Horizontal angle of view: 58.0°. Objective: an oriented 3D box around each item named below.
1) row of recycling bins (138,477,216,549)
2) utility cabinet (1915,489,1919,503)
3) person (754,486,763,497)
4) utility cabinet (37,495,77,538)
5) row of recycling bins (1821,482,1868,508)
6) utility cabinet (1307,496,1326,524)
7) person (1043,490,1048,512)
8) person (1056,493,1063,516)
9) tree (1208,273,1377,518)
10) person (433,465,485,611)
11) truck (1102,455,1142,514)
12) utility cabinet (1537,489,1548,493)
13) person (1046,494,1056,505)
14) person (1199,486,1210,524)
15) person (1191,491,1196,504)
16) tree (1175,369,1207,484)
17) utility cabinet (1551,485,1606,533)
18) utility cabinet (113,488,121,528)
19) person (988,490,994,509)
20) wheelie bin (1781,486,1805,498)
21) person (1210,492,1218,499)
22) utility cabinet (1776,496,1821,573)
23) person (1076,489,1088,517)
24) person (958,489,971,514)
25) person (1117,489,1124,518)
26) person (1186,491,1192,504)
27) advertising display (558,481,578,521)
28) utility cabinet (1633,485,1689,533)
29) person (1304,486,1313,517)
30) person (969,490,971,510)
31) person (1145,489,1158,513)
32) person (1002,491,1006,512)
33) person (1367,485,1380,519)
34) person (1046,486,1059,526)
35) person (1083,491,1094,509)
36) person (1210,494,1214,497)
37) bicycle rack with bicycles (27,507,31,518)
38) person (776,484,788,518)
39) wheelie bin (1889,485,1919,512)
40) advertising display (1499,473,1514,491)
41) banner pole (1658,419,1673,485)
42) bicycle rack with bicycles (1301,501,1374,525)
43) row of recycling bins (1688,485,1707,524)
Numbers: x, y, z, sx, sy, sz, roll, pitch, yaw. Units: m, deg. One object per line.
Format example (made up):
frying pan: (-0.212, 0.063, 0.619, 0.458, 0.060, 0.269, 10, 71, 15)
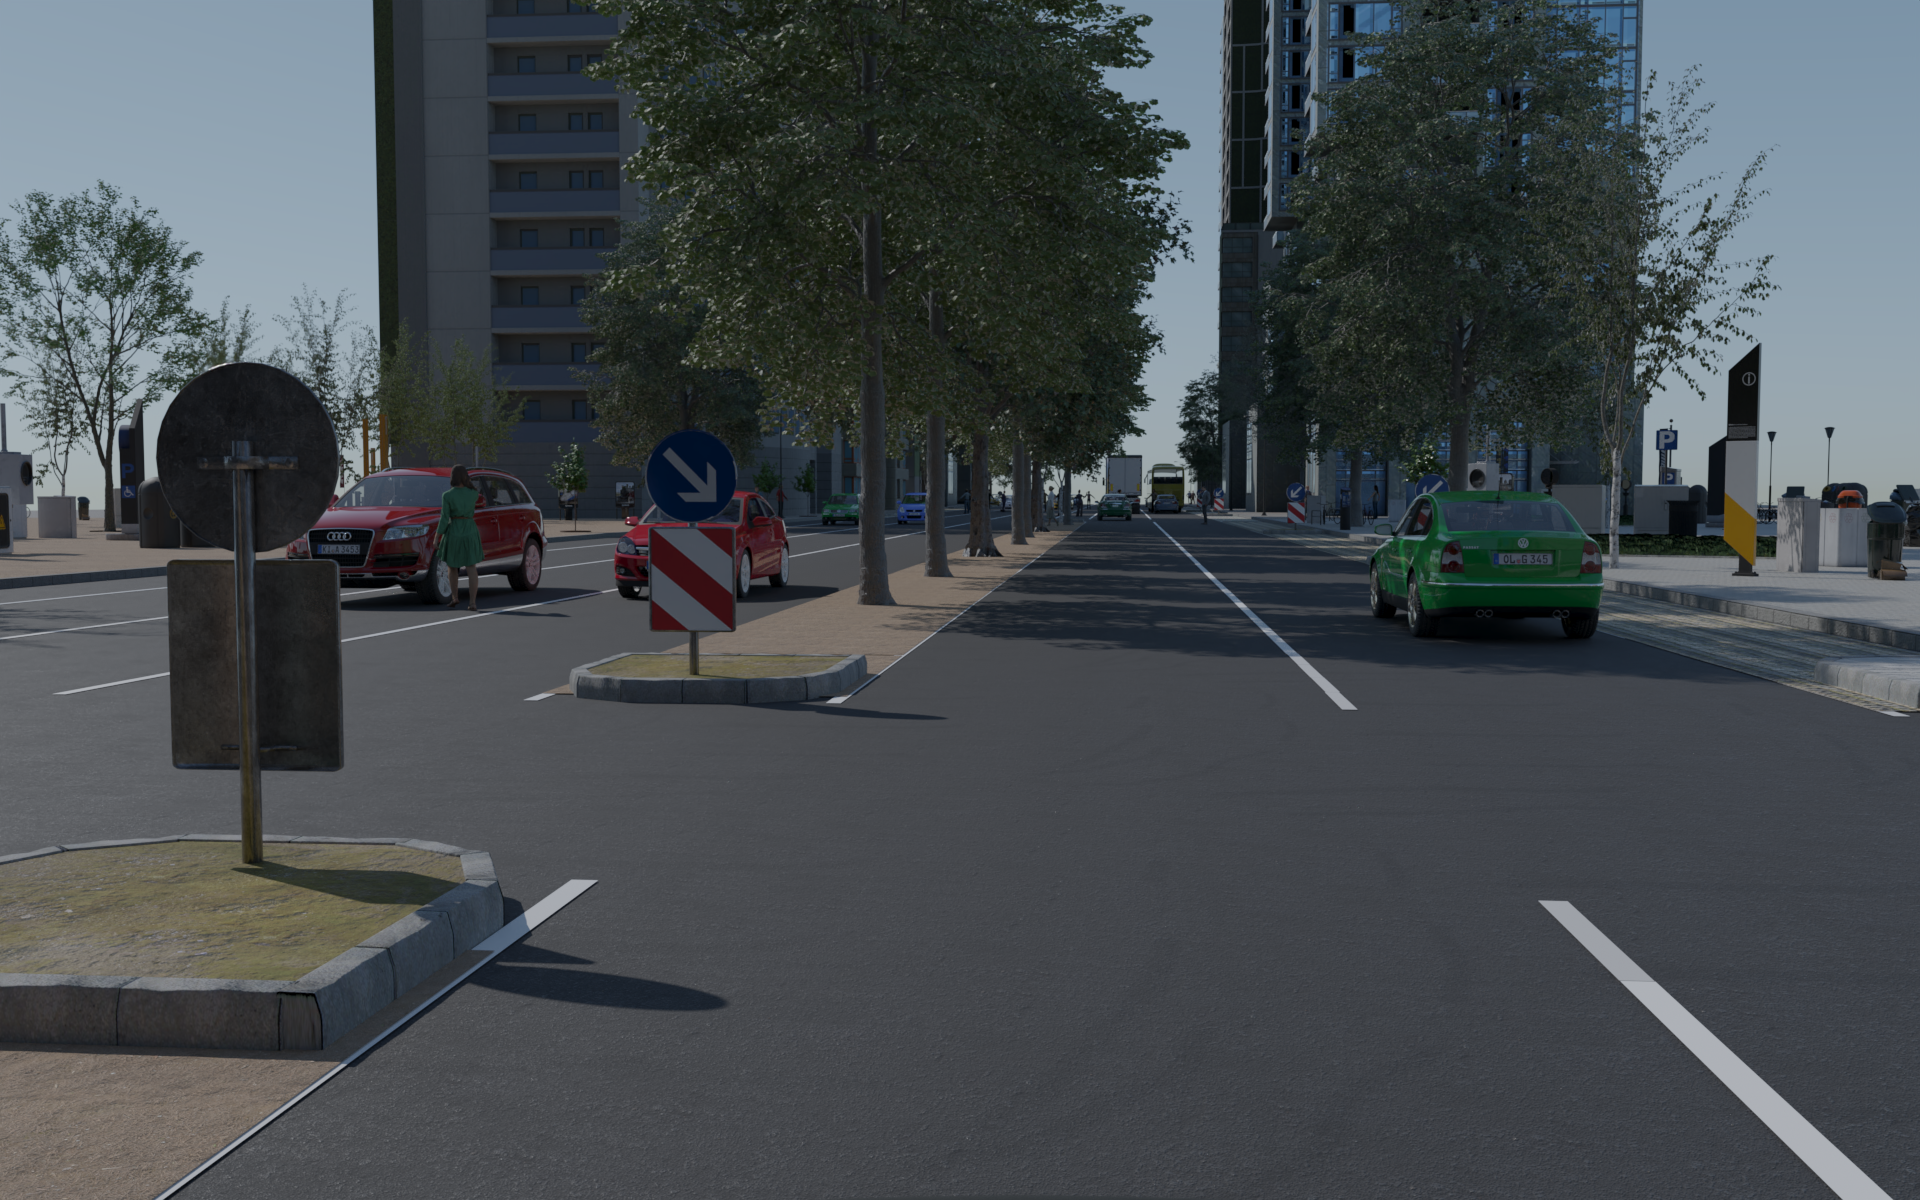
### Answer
row of recycling bins: (-18.075, -2.138, 42.077, 3.534, 1.692, 1.069, -3, 5, -43)
utility cabinet: (39.176, -3.806, 70.900, 1.173, 1.500, 0.318, -2, 4, -32)
person: (-9.118, -4.224, 77.909, 0.601, 1.785, 0.444, 0, 4, 1)
utility cabinet: (-26.403, -2.416, 50.664, 1.020, 1.237, 0.306, 0, 4, 5)
row of recycling bins: (31.988, -3.393, 62.596, 1.069, 1.692, 3.534, 1, 4, 14)
utility cabinet: (15.558, -3.942, 75.611, 0.306, 1.237, 1.020, -2, 4, -24)
person: (6.757, -8.014, 139.629, 1.348, 1.812, 0.705, 1, 4, 22)
person: (6.499, -6.382, 112.875, 0.705, 1.821, 1.348, -3, 5, -40)
tree: (18.260, -11.140, 92.516, 12.009, 13.543, 11.850, 0, 3, 0)
person: (-6.158, -0.771, 21.361, 0.600, 1.795, 0.529, -3, 5, -41)
truck: (12.121, -8.575, 129.108, 2.839, 4.237, 11.283, 0, 4, 4)
utility cabinet: (26.731, -4.274, 78.562, 1.173, 1.500, 0.318, -1, 4, -19)
person: (5.876, -6.060, 110.773, 0.799, 1.438, 0.628, 1, 4, 21)
person: (11.574, -4.485, 82.005, 0.473, 1.802, 0.592, 0, 4, -3)
person: (30.666, -13.545, 228.063, 0.434, 1.755, 0.990, -3, 5, -42)
tree: (25.937, -16.313, 173.370, 9.857, 13.997, 8.962, 0, 3, 0)
utility cabinet: (14.698, -1.986, 41.156, 1.173, 1.500, 0.318, 3, 4, 38)
utility cabinet: (-31.323, -3.441, 64.936, 0.318, 1.500, 1.173, 1, 4, 17)
person: (2.323, -8.311, 144.018, 1.348, 1.869, 0.705, 2, 4, 34)
wheelie bin: (33.250, -3.737, 69.011, 0.980, 1.594, 0.693, 2, 4, 31)
person: (25.331, -10.119, 171.427, 1.348, 1.831, 0.705, 1, 4, 18)
utility cabinet: (13.914, -1.075, 28.743, 0.306, 1.237, 1.020, 0, 4, 3)
person: (7.762, -6.188, 110.473, 0.742, 1.727, 0.445, -1, 4, -11)
person: (0.474, -7.214, 126.530, 1.350, 1.814, 0.705, -2, 4, -33)
person: (9.818, -5.889, 105.604, 0.721, 1.723, 1.217, -2, 4, -33)
person: (29.075, -12.991, 219.383, 0.756, 1.711, 0.436, 3, 5, 40)
advertising display: (-18.943, -4.804, 83.761, 0.974, 1.923, 0.123, -3, 4, -37)
utility cabinet: (16.617, -1.981, 41.074, 1.173, 1.500, 0.318, 1, 4, 18)
person: (19.644, -5.566, 97.605, 0.990, 1.755, 0.434, -2, 4, -35)
person: (0.969, -8.978, 155.306, 0.705, 1.822, 1.348, 3, 4, 38)
person: (14.623, -7.487, 130.925, 1.348, 1.823, 0.705, 2, 4, 35)
person: (3.474, -7.800, 136.954, 0.530, 1.710, 0.541, 3, 5, 40)
person: (21.068, -4.978, 88.149, 0.721, 1.735, 1.217, 3, 5, 40)
person: (4.087, -4.154, 76.639, 0.641, 1.798, 0.478, 1, 4, 23)
person: (12.129, -9.399, 162.876, 1.217, 1.736, 0.721, 1, 4, 10)
person: (25.976, -10.379, 175.731, 1.348, 1.826, 0.705, -1, 4, -16)
bicycle rack with bicycles: (-51.155, -4.783, 91.578, 2.925, 0.926, 2.852, 2, 4, 24)
person: (-9.650, -5.355, 93.532, 0.705, 1.831, 1.348, 1, 4, 19)
wheelie bin: (31.338, -3.036, 57.548, 0.980, 1.594, 0.693, -1, 4, -12)
advertising display: (16.414, -2.916, 52.892, 0.974, 1.923, 0.123, 3, 5, 39)
banner pole: (23.607, -4.154, 57.935, 0.401, 3.779, 0.863, -1, 4, -12)
bicycle rack with bicycles: (15.911, -3.621, 72.582, 2.852, 0.926, 2.925, 0, 4, 1)
row of recycling bins: (31.599, -4.235, 76.353, 1.069, 1.692, 3.534, -1, 4, -13)
